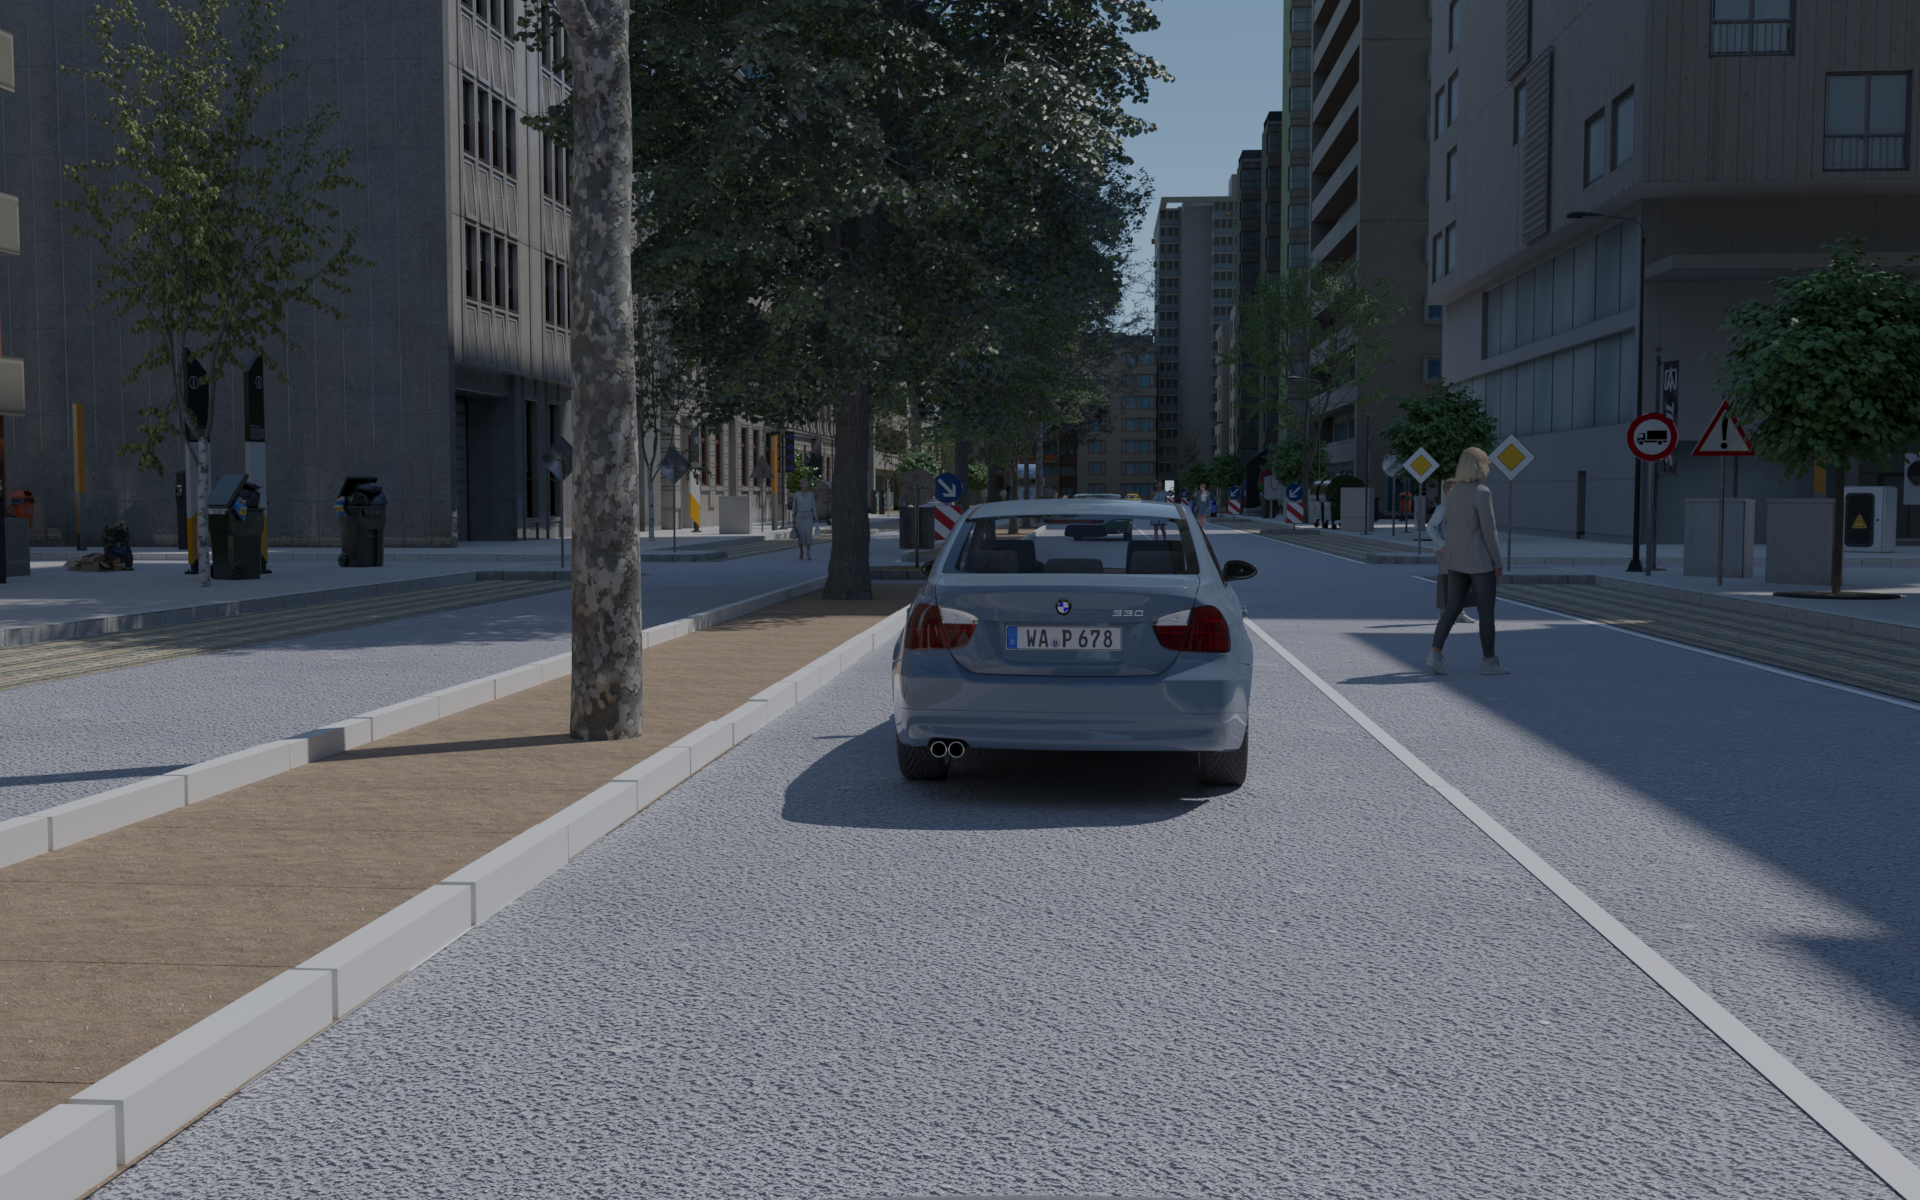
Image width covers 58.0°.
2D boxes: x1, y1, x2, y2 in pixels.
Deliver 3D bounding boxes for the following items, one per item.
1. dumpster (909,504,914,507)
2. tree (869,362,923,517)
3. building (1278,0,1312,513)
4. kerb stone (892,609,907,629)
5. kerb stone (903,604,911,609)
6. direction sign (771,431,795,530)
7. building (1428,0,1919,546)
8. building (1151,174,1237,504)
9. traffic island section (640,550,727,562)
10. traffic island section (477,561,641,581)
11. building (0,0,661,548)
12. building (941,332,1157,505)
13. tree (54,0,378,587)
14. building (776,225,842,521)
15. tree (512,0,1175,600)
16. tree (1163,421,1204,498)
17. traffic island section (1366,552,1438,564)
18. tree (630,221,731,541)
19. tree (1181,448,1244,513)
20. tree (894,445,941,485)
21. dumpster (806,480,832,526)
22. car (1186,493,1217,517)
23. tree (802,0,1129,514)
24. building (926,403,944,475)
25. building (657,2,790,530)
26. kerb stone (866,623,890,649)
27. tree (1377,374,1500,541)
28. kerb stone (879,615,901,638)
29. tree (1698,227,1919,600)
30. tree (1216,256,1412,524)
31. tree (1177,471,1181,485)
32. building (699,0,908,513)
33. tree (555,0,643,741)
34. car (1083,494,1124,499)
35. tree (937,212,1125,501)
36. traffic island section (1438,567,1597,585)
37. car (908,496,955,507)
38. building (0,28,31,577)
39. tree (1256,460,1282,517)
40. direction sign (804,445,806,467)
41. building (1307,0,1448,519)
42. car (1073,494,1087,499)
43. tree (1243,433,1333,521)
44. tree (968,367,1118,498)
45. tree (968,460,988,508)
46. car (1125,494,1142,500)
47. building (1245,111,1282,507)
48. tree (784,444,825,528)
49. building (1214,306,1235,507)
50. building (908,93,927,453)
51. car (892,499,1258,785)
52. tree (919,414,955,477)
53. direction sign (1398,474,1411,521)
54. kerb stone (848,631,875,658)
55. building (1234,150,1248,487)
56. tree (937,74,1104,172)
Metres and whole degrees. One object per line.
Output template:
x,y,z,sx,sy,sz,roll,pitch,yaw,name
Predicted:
-2.868,-6.383,106.862,1.502,2.255,1.985,0,4,4,dumpster
-3.932,-8.900,95.882,4.360,8.622,3.978,0,3,0,tree
28.971,-26.627,118.948,14.154,41.232,14.086,0,4,5,building
-0.660,0.227,18.478,0.120,0.150,1.000,0,4,5,kerb stone
-0.577,0.167,19.496,0.120,0.150,1.000,0,4,5,kerb stone
-6.389,-4.310,62.463,0.876,3.537,0.379,1,4,11,direction sign
30.097,-28.315,52.195,27.495,52.752,28.713,0,4,5,building
35.778,-31.858,212.758,23.993,40.220,32.217,0,4,5,building
-6.281,-0.961,37.992,2.009,0.180,2.903,0,4,5,traffic island section
-6.911,-0.474,30.032,2.009,0.180,2.903,0,4,5,traffic island section
-17.283,-14.236,50.777,12.078,24.808,19.932,0,4,5,building
9.118,-22.491,212.764,28.899,21.520,27.650,0,4,5,building
-10.407,-4.499,23.918,4.737,8.622,4.395,0,3,0,tree
-12.231,-13.877,91.511,10.561,19.102,19.286,0,4,5,building
-1.524,-6.977,23.186,9.857,13.997,8.962,0,3,0,tree
22.857,-13.782,175.705,4.360,8.622,3.978,0,3,0,tree
9.760,-0.883,36.723,2.009,0.180,2.903,0,4,5,traffic island section
-8.298,-5.887,46.620,4.360,8.622,3.978,0,3,0,tree
18.477,-8.344,120.134,4.285,4.588,4.351,0,3,0,tree
-2.825,-7.889,112.703,4.285,4.588,4.351,0,3,0,tree
-5.759,-3.985,70.914,1.264,1.857,1.865,0,4,5,dumpster
15.199,-6.067,108.787,1.945,1.707,3.694,0,4,4,car
-0.046,-7.277,39.565,7.486,12.596,7.792,0,3,0,tree
-13.956,-29.333,171.474,23.993,40.220,32.217,0,4,5,building
-14.394,-14.384,71.332,11.583,22.565,21.152,0,4,5,building
-0.813,0.352,16.433,0.120,0.150,1.000,0,4,5,kerb stone
13.216,-3.911,47.662,4.285,4.588,4.351,0,3,0,tree
-0.737,0.290,17.452,0.120,0.150,1.000,0,4,5,kerb stone
10.902,-2.317,21.605,4.285,4.588,4.351,0,3,0,tree
15.072,-9.099,74.521,9.928,11.665,9.643,0,3,0,tree
21.209,-10.446,154.509,4.285,4.588,4.351,0,3,0,tree
-15.482,-30.615,124.253,21.300,48.544,21.600,0,4,5,building
-3.222,-9.308,10.529,12.611,20.169,13.585,0,3,0,tree
4.517,-2.624,54.701,2.131,1.459,4.920,0,4,5,car
1.978,-8.083,60.376,9.928,11.665,9.643,0,3,0,tree
9.130,-0.396,28.763,2.009,0.180,2.903,0,4,5,traffic island section
-0.934,-3.360,67.292,2.083,1.381,4.827,0,4,5,car
-30.162,-10.337,14.057,28.899,21.520,27.650,0,4,5,building
17.239,-6.307,97.727,1.663,3.219,1.824,0,3,0,tree
-7.133,-5.362,79.660,0.379,3.537,0.876,0,4,0,direction sign
31.479,-28.879,95.865,21.300,48.544,21.600,0,4,5,building
6.239,-4.610,85.595,2.015,1.641,3.980,0,4,6,car
16.195,-6.079,83.108,4.285,4.588,4.351,0,3,0,tree
4.549,-9.724,95.863,8.767,10.594,7.601,0,4,5,tree
1.932,-11.887,178.058,4.285,4.588,4.351,0,3,0,tree
18.129,-10.520,182.223,2.015,1.641,3.980,0,4,5,car
30.011,-22.124,133.431,14.160,30.474,14.107,0,4,5,building
-6.211,-4.355,65.800,1.663,3.219,1.824,0,3,0,tree
39.782,-19.797,168.717,27.650,21.520,28.899,0,4,5,building
-10.359,-28.061,142.392,14.154,41.232,14.086,0,4,5,building
0.706,0.130,9.885,2.014,1.417,4.499,0,4,6,car
-1.462,-11.103,131.901,4.737,8.622,4.395,0,3,0,tree
20.960,-5.505,81.997,0.379,3.537,0.876,-3,5,-43,direction sign
-0.903,0.415,15.412,0.120,0.150,1.000,0,4,5,kerb stone
30.387,-22.994,147.655,14.160,30.474,14.107,0,4,5,building
0.904,-8.348,49.321,12.009,13.543,11.850,0,3,0,tree
